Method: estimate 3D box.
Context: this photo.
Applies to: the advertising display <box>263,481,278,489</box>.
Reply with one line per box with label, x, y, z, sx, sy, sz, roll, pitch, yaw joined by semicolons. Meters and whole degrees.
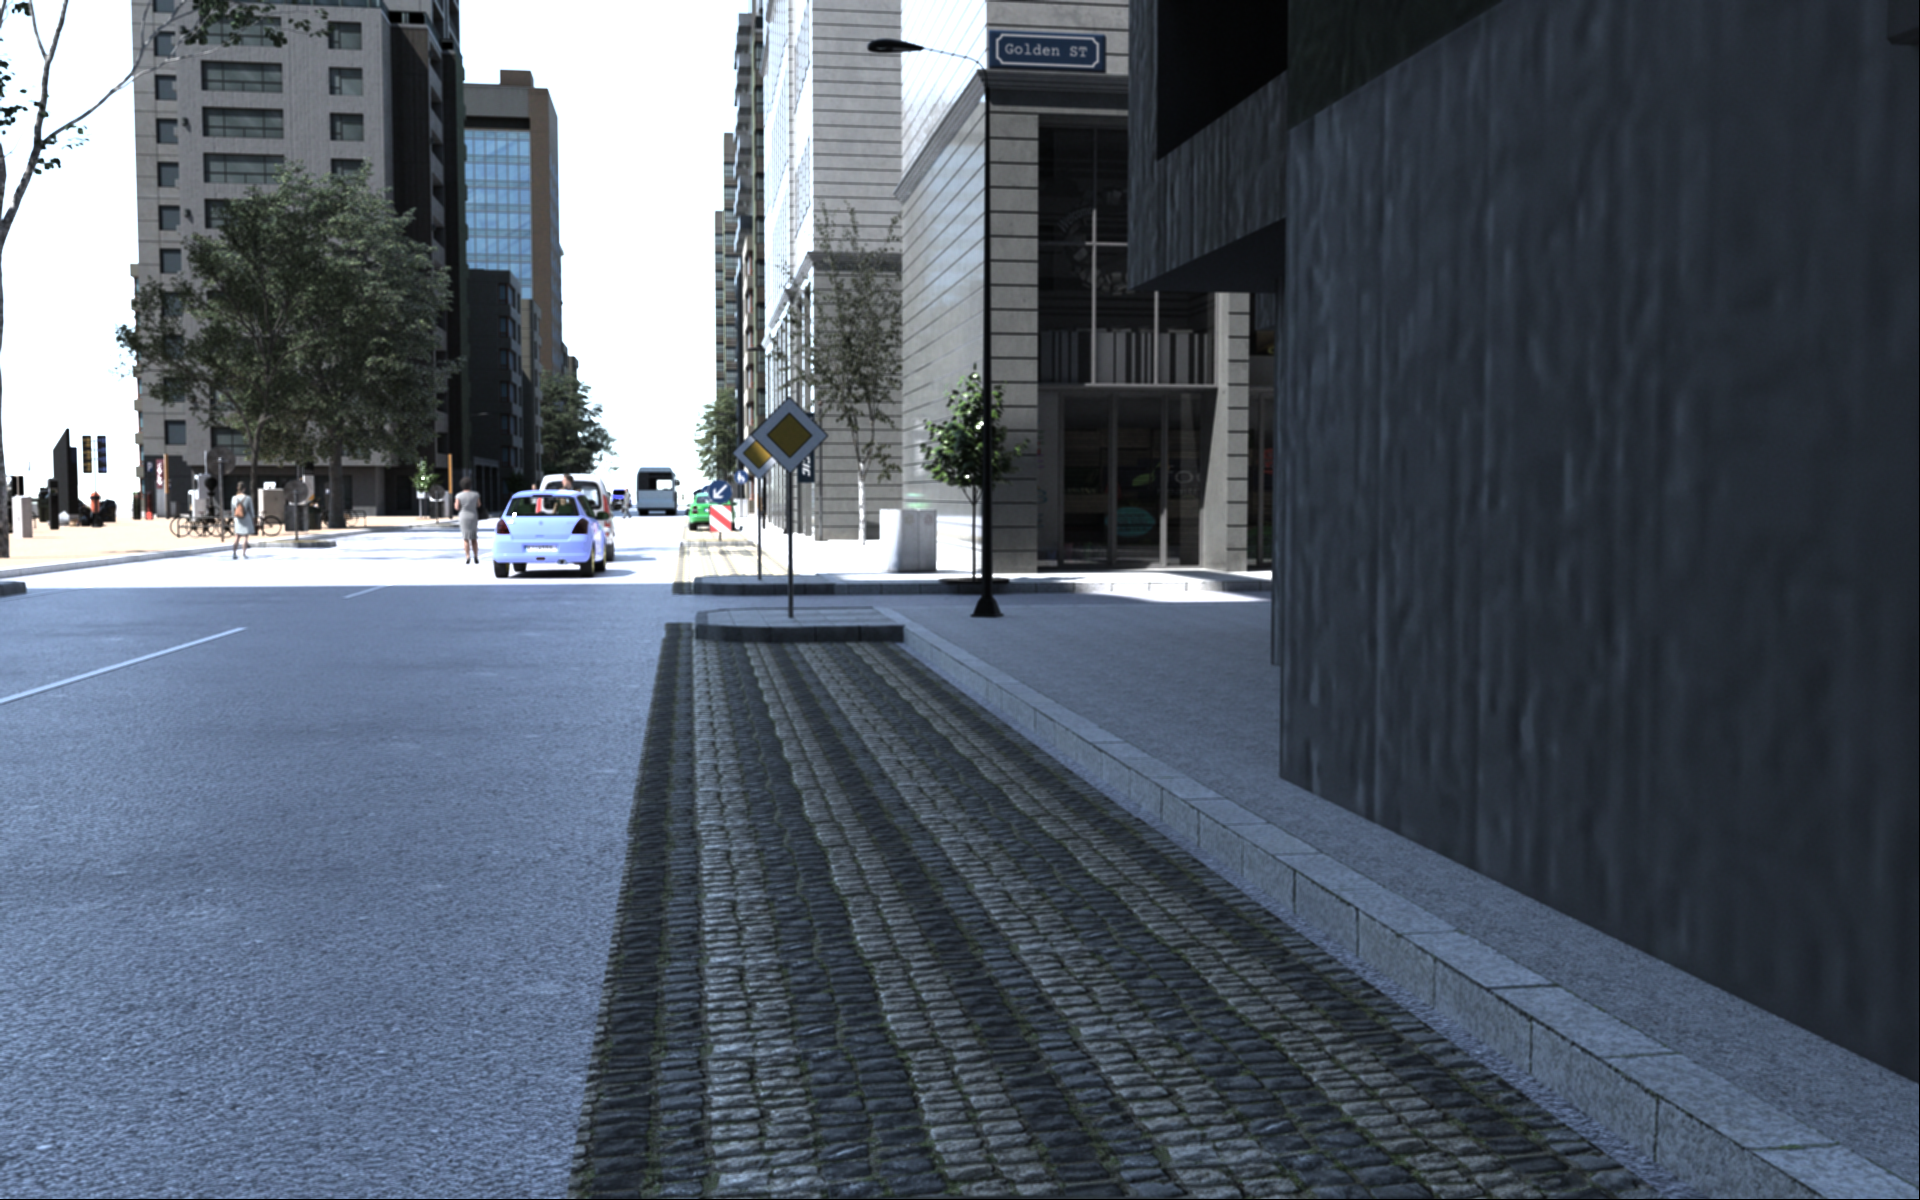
advertising display;-35.187;-5.090;88.438;0.974;1.923;0.123;2;4;30

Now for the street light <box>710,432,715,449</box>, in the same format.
street light;-17.758;-9.597;129.451;1.470;5.913;1.316;-1;4;-9

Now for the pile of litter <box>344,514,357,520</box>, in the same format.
pile of litter;-30.500;-4.354;85.160;1.719;0.858;1.176;-1;4;-22

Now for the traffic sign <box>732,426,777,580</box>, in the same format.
traffic sign;-2.999;-1.358;25.848;0.795;2.450;0.064;-1;4;-9

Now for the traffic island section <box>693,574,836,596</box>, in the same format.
traffic island section;-2.977;-0.223;25.929;2.009;0.180;2.903;-1;4;-9

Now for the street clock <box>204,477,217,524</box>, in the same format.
street clock;-32.515;-4.321;75.220;0.358;2.002;0.471;2;4;35

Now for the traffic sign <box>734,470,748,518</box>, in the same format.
traffic sign;-11.498;-5.565;91.088;0.768;2.556;0.104;0;4;-1

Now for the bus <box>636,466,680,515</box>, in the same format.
bus;-21.183;-7.745;121.489;2.948;3.499;13.247;-1;4;-8

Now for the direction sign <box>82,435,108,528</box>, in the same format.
direction sign;-33.158;-4.552;66.420;0.876;3.537;0.379;-1;4;-10

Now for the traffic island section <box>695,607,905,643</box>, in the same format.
traffic island section;-1.741;0.259;18.039;2.009;0.180;2.903;-1;4;-9

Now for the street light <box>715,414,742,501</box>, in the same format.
street light;-13.238;-7.812;100.274;1.470;5.913;1.316;-1;4;-9

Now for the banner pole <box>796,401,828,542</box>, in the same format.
banner pole;-3.996;-3.472;46.784;0.863;3.779;0.401;0;4;-4

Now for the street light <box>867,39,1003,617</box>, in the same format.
street light;-0.252;-2.776;17.928;1.470;5.913;1.316;-1;4;-9

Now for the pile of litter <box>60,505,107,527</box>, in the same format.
pile of litter;-34.744;-3.341;68.587;1.719;0.858;1.176;-2;4;-26

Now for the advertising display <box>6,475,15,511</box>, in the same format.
advertising display;-32.223;-3.242;58.225;0.974;1.923;0.123;1;4;10

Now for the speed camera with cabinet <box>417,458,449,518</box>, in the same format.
speed camera with cabinet;-28.597;-6.097;94.018;2.038;3.252;0.660;2;4;34

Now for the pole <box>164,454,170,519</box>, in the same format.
pole;-40.436;-5.777;88.294;0.158;3.312;0.155;0;3;0

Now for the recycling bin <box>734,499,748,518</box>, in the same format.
recycling bin;-11.775;-4.928;93.127;0.722;1.027;0.722;-1;4;-8

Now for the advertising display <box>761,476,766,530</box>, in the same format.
advertising display;-7.150;-3.540;63.089;0.123;1.923;0.974;-1;4;-10

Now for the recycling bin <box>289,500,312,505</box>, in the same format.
recycling bin;-27.740;-3.689;72.867;0.722;1.027;0.722;0;4;-2

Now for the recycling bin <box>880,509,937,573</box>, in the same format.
recycling bin;-0.854;-0.981;28.595;0.722;1.027;0.722;-2;4;-30

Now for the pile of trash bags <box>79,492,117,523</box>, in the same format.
pile of trash bags;-39.172;-4.191;78.279;1.912;1.369;3.447;-2;4;-31

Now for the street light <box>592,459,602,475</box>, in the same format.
street light;-47.677;-15.590;227.429;1.470;5.913;1.316;-1;4;-9

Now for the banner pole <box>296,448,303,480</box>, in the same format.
banner pole;-33.764;-6.029;88.591;0.401;3.779;0.863;0;4;7

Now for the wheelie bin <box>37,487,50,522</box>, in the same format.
wheelie bin;-41.430;-4.326;78.641;0.980;1.594;0.693;0;4;-2

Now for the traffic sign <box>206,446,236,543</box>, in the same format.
traffic sign;-19.534;-2.795;45.808;0.768;2.556;0.104;0;4;-4

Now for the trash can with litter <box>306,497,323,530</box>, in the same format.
trash can with litter;-23.148;-3.059;61.397;1.055;1.170;0.624;0;3;0

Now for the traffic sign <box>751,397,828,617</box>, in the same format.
traffic sign;-1.764;-0.876;17.959;0.795;2.450;0.064;-1;4;-9

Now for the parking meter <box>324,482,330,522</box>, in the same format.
parking meter;-28.590;-4.454;78.528;0.399;1.863;0.255;1;4;22

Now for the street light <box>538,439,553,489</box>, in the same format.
street light;-34.787;-10.568;145.328;1.470;5.913;1.316;-1;4;-9

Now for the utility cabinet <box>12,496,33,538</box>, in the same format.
utility cabinet;-27.451;-2.417;50.686;0.306;1.237;1.020;-3;5;-42

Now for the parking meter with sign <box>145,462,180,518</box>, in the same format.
parking meter with sign;-43.053;-5.955;93.620;1.738;3.016;0.543;1;4;10

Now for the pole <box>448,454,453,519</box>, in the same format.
pole;-25.961;-5.775;88.257;0.158;3.312;0.155;0;3;0

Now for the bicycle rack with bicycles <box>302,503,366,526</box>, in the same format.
bicycle rack with bicycles;-25.281;-3.410;69.136;2.852;0.926;2.925;2;4;24

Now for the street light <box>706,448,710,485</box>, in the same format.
street light;-24.942;-12.385;175.030;1.470;5.913;1.316;-1;4;-9

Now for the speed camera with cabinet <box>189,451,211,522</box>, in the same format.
speed camera with cabinet;-35.082;-5.232;79.880;0.660;3.252;2.038;-2;4;-35

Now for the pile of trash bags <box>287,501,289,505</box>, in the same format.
pile of trash bags;-36.963;-5.151;93.964;1.912;1.369;3.447;-3;4;-38

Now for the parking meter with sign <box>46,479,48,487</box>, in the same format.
parking meter with sign;-46.196;-5.632;88.338;1.738;3.016;0.543;2;4;33

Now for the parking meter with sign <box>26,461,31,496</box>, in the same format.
parking meter with sign;-49.317;-5.737;90.065;1.738;3.016;0.543;-3;5;-41

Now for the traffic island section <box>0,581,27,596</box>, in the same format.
traffic island section;-14.430;-0.114;24.147;2.009;0.180;2.903;-1;4;-9

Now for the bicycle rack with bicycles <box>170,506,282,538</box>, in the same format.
bicycle rack with bicycles;-22.036;-2.326;51.415;2.925;0.926;2.852;0;4;1

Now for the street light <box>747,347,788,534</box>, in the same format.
street light;-6.044;-5.041;54.963;1.470;5.913;1.316;-1;4;-9

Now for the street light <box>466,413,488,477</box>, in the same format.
street light;-27.791;-7.768;99.553;1.470;5.913;1.316;-1;4;-9

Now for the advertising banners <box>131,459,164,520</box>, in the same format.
advertising banners;-40.164;-5.474;85.681;2.074;3.025;0.090;1;4;18

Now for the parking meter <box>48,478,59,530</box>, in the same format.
parking meter;-32.605;-3.462;62.308;0.255;1.863;0.399;-3;4;-37

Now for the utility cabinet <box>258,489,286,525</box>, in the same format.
utility cabinet;-28.647;-3.883;72.165;0.318;1.500;1.173;2;4;27

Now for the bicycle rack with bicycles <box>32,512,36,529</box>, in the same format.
bicycle rack with bicycles;-35.186;-3.077;63.693;2.852;0.926;2.925;1;4;9

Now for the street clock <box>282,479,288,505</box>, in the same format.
street clock;-32.852;-4.880;84.365;0.358;2.002;0.471;-1;4;-10
